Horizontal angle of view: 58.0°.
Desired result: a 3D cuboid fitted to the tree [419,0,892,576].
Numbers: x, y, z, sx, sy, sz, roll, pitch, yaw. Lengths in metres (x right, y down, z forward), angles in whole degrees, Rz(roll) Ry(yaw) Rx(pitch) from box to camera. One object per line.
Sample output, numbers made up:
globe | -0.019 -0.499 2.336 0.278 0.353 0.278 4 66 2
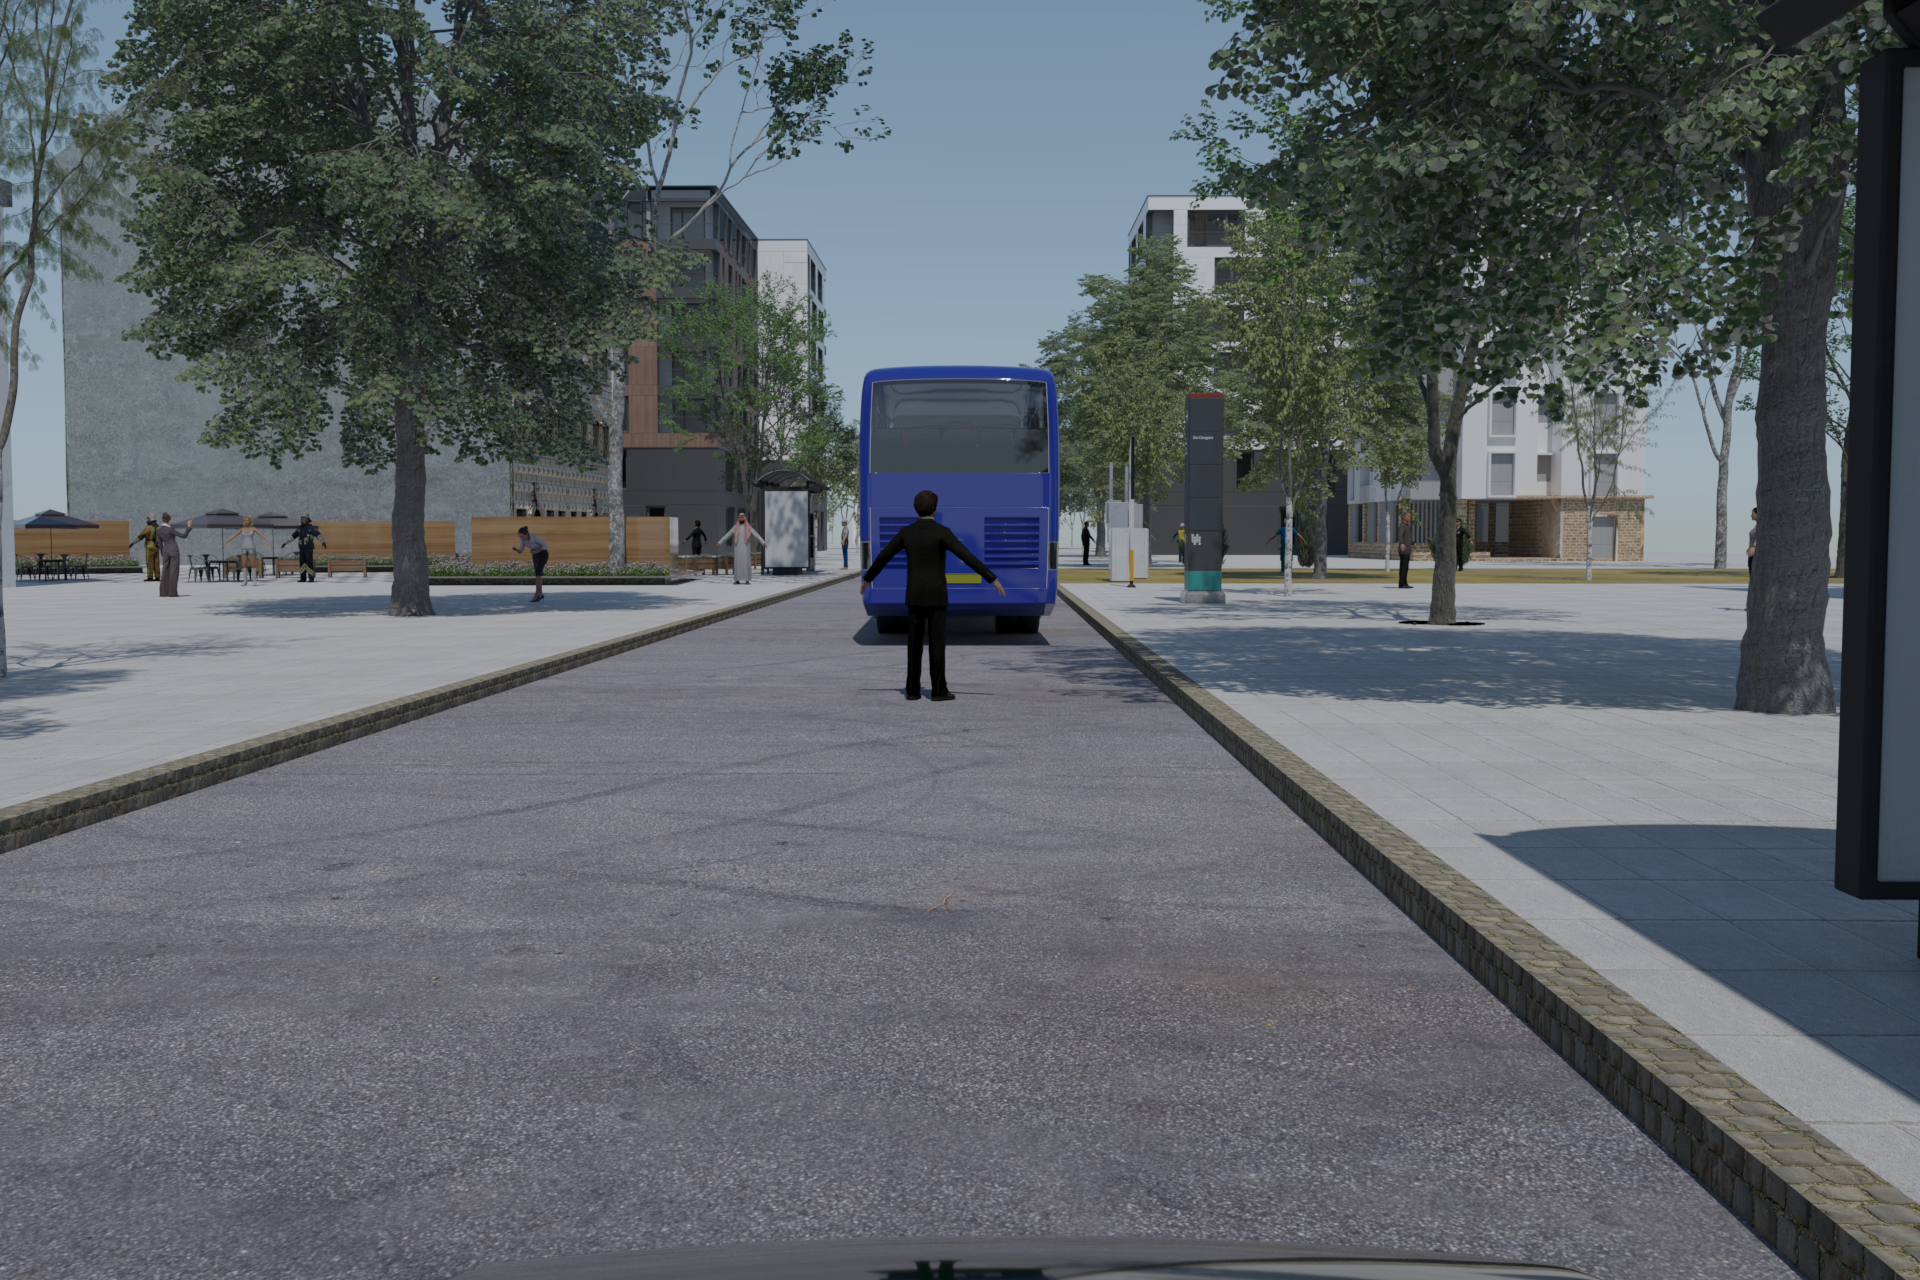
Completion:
tree | -8.169 -11.538 44.531 12.611 20.169 13.585 0 3 0

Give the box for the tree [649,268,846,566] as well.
tree | -8.392 -8.768 69.118 9.928 11.665 9.643 0 3 0

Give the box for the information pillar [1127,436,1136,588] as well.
information pillar | 4.123 -3.073 41.603 0.183 3.616 0.504 0 4 1

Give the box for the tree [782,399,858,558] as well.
tree | -7.516 -8.628 91.437 4.737 8.622 4.395 0 3 0

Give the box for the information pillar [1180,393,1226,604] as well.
information pillar | 4.520 -2.617 32.159 0.750 3.857 0.750 0 4 1

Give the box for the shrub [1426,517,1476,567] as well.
shrub | 17.978 -3.633 63.435 1.661 2.075 1.752 0 3 0

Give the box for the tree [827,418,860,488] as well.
tree | -6.244 -14.325 144.591 12.009 13.543 11.850 0 3 0

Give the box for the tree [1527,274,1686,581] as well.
tree | 17.405 -5.961 47.825 4.360 8.622 3.978 0 3 0

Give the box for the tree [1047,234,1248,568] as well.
tree | 7.205 -9.011 65.453 7.486 12.596 7.792 0 3 0

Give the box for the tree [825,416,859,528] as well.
tree | -6.859 -9.388 103.853 4.737 8.622 4.395 0 3 0

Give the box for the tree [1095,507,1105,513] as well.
tree | 21.408 -17.797 241.347 4.360 8.622 3.978 0 3 0

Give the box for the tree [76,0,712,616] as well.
tree | -8.640 -7.361 27.005 9.857 13.997 8.962 0 3 0

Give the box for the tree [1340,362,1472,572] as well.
tree | 14.772 -6.624 58.660 4.737 8.622 4.395 0 3 0

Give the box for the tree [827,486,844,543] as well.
tree | -17.662 -17.496 236.416 4.737 8.622 4.395 0 3 0

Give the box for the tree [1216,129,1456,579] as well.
tree | 10.641 -8.019 49.238 7.486 12.596 7.792 0 3 0

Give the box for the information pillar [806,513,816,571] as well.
information pillar | -5.162 -3.387 59.877 0.304 2.012 0.304 0 4 2

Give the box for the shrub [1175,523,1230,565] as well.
shrub | 7.855 -3.181 56.047 1.661 2.075 1.752 0 3 0

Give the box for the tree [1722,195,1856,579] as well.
tree | 25.887 -7.606 50.109 9.928 11.665 9.643 0 3 0

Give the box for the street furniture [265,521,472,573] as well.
street furniture | -18.985 -3.272 60.359 11.010 1.723 9.812 -1 4 -18

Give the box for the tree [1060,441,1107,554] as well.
tree | 7.915 -9.918 112.515 4.360 8.622 3.978 0 3 0

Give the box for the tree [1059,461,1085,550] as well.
tree | 9.279 -11.762 142.677 4.360 8.622 3.978 0 3 0

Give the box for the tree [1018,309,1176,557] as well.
tree | 7.773 -11.612 96.504 9.857 13.997 8.962 0 3 0

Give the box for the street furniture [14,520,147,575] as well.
street furniture | -31.562 -3.011 56.085 9.812 1.723 11.010 -3 5 -40

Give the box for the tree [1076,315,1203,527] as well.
tree | 6.090 -6.659 59.233 4.737 8.622 4.395 0 3 0

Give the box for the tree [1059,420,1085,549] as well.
tree | 8.443 -13.782 151.089 9.928 11.665 9.643 0 3 0

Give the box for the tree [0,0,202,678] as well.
tree | -8.483 -3.955 15.021 4.360 8.622 3.978 0 3 0

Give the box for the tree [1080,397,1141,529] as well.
tree | 7.883 -8.461 88.697 4.737 8.622 4.395 0 3 0

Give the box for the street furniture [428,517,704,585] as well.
street furniture | -11.568 -2.387 45.889 9.812 1.723 11.010 0 4 -3

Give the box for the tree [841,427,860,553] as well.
tree | -7.140 -10.150 116.316 4.360 8.622 3.978 0 3 0

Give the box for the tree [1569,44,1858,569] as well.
tree | 28.632 -12.773 64.734 12.611 20.169 13.585 0 3 0

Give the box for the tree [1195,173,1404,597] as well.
tree | 6.967 -5.192 35.257 4.737 8.622 4.395 0 3 0

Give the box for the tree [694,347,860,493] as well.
tree | -7.998 -9.003 81.608 8.767 10.594 7.601 -3 5 -43

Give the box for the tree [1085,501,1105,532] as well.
tree | 18.918 -17.478 236.129 4.737 8.622 4.395 0 3 0

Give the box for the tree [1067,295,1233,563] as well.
tree | 8.199 -9.179 75.827 9.928 11.665 9.643 0 3 0
